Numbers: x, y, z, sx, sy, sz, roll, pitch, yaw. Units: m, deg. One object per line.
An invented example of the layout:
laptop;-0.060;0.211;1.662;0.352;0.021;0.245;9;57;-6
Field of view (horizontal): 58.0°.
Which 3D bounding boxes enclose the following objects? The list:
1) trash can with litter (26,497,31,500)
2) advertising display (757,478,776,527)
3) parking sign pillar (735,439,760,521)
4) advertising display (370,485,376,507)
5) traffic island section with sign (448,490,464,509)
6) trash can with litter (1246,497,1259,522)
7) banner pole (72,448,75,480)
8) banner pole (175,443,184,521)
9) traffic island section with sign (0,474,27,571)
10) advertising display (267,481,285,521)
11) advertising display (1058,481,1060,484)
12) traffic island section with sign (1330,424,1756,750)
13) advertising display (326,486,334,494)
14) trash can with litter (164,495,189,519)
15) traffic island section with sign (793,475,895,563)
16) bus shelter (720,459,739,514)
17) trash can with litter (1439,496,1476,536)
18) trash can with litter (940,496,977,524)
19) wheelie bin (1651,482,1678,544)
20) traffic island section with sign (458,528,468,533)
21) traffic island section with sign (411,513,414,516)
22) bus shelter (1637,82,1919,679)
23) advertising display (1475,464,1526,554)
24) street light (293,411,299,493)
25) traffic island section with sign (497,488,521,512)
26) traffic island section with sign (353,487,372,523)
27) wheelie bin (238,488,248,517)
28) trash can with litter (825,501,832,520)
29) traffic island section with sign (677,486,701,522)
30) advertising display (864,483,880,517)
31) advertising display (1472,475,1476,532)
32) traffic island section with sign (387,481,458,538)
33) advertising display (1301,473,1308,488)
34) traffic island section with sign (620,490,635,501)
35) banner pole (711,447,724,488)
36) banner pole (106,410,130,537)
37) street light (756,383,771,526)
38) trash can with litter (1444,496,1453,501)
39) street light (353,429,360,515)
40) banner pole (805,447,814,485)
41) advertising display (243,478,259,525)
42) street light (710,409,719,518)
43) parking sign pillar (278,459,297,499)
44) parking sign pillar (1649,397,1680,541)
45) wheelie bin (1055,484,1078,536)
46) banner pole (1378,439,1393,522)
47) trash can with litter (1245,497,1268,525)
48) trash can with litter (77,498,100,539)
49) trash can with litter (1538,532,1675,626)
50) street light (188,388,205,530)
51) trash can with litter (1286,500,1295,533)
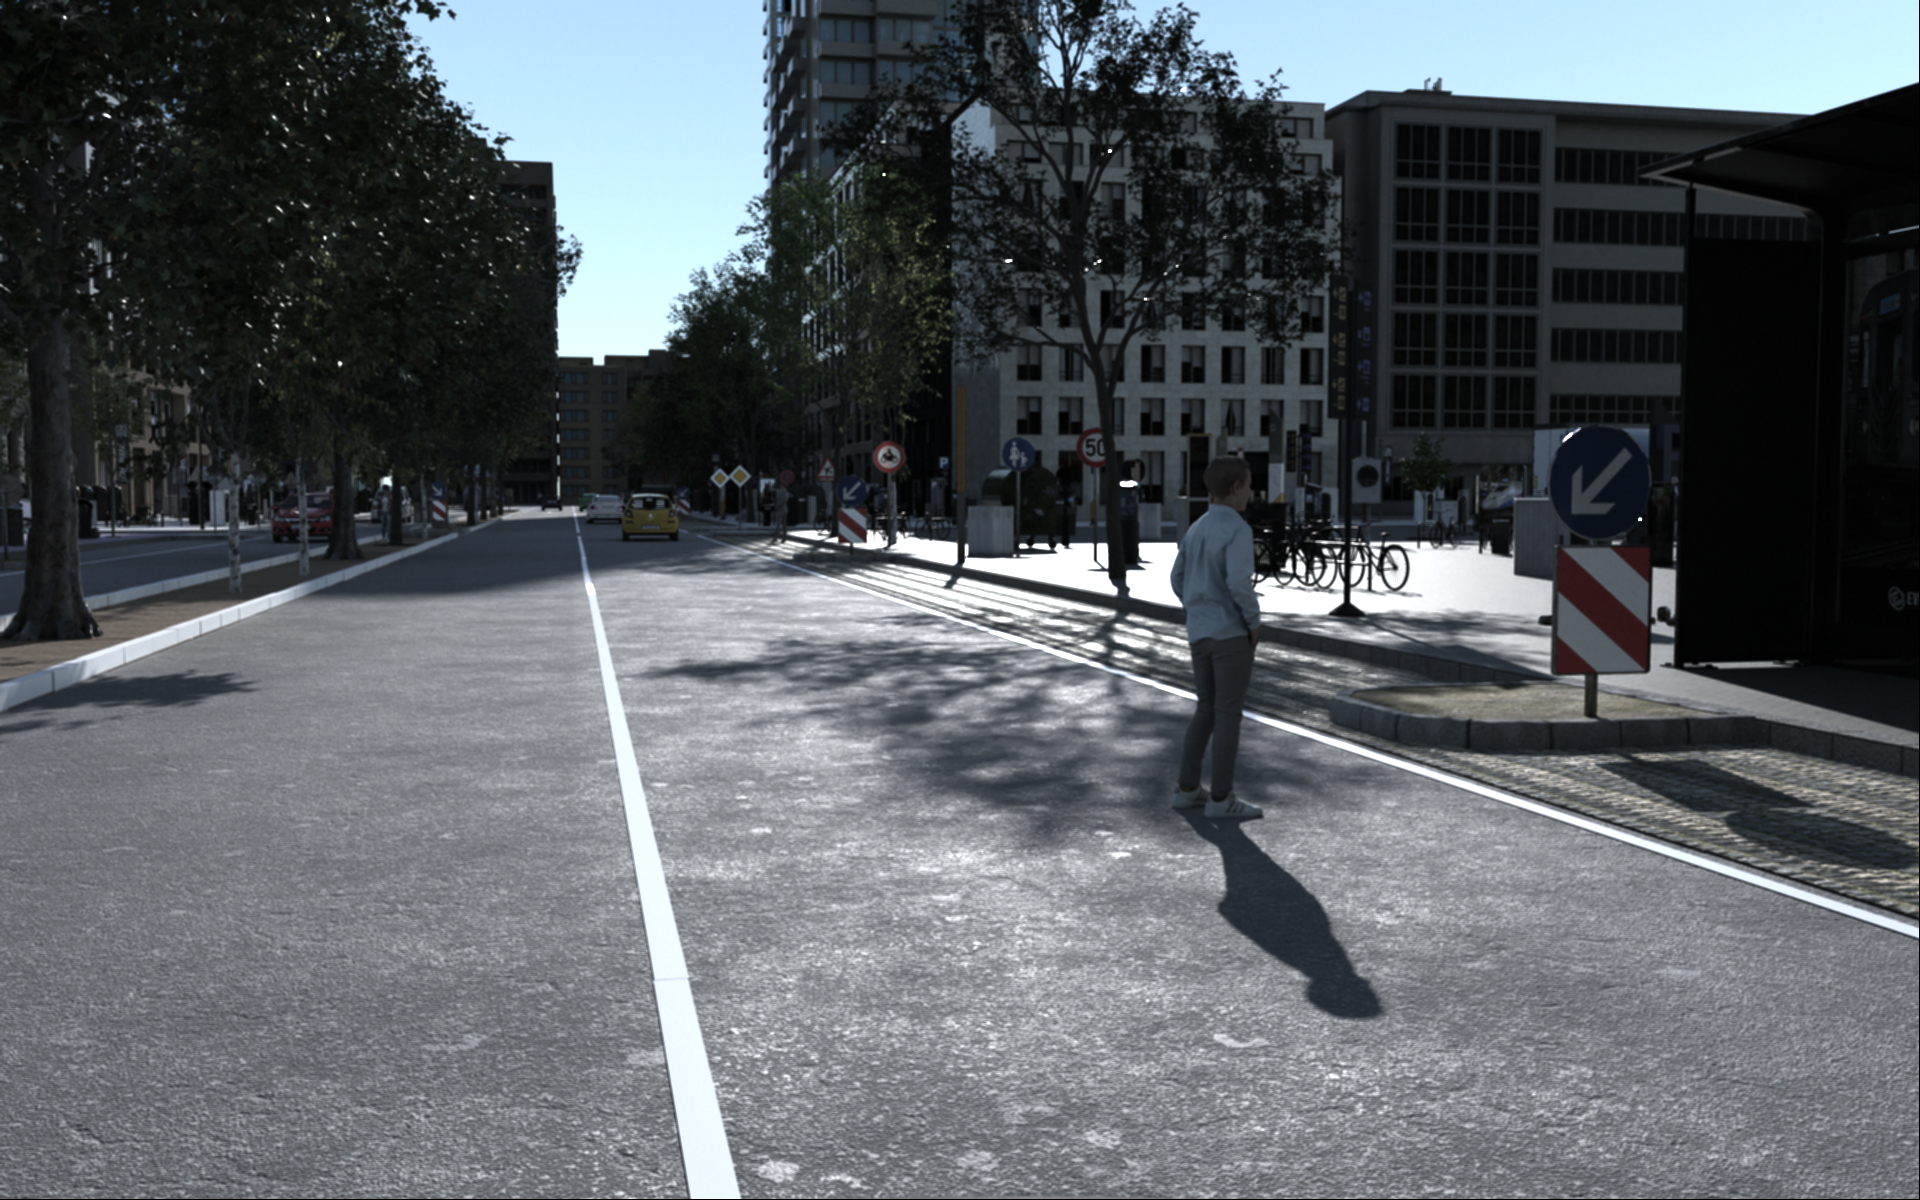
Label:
trash can with litter;-41.285;-4.029;77.259;1.055;1.170;0.624;1;4;20
advertising display;-7.662;-3.881;68.662;0.123;1.923;0.974;3;4;36
parking sign pillar;-10.181;-5.836;83.898;1.447;3.967;1.447;-2;4;-34
advertising display;-40.179;-6.935;118.607;0.123;1.923;0.974;-3;4;-36
traffic island section with sign;-47.481;-9.398;162.281;1.989;1.847;2.006;-1;4;-13
trash can with litter;14.364;-4.293;81.242;2.233;1.210;1.678;0;4;-4
banner pole;-42.865;-5.693;83.095;0.401;3.779;0.863;3;4;37
banner pole;-37.543;-5.705;83.294;0.401;3.779;0.863;-1;4;-11
traffic island section with sign;-18.485;-1.510;33.319;1.989;1.847;2.006;-1;4;-13
advertising display;-32.727;-4.751;82.889;0.123;1.923;0.974;2;4;25
advertising display;4.473;-4.267;74.986;0.123;1.923;0.974;-1;4;-16
traffic island section with sign;3.386;-0.123;10.632;1.989;1.847;2.006;-1;4;-13
advertising display;-48.300;-7.833;133.281;0.974;1.923;0.123;0;4;-3
trash can with litter;-40.382;-4.867;90.634;2.233;1.210;1.678;1;4;11
traffic island section with sign;-2.529;-1.731;36.932;1.989;1.847;2.006;-1;4;-13
bus shelter;-14.891;-7.413;112.481;1.731;3.624;6.357;-1;4;-13
trash can with litter;15.332;-2.603;53.620;1.678;1.210;2.233;2;4;33
trash can with litter;0.158;-3.929;75.296;2.233;1.210;1.678;2;4;24
wheelie bin;17.812;-2.207;43.996;0.980;1.594;0.693;-1;4;-21
traffic island section with sign;-19.253;-3.414;63.961;2.006;1.907;1.989;-1;4;-13
traffic island section with sign;-36.480;-6.402;113.296;1.989;1.847;2.006;-1;4;-13
bus shelter;6.389;-1.133;9.803;1.731;3.624;6.357;-1;4;-12
advertising display;11.609;-1.952;37.127;0.974;1.923;0.123;2;4;32
street light;-32.707;-6.890;85.438;0.468;5.910;1.993;-1;4;-13
traffic island section with sign;-35.745;-7.898;137.274;2.006;1.907;1.989;-1;4;-13
traffic island section with sign;-30.563;-4.793;86.996;1.989;1.847;2.006;-1;4;-13
wheelie bin;-40.643;-5.537;98.438;0.693;1.594;0.980;-1;4;-21
trash can with litter;-6.435;-4.371;82.852;1.055;1.170;0.624;2;4;30
traffic island section with sign;-14.606;-5.014;90.614;1.989;1.847;2.006;-1;4;-13
advertising display;-4.982;-5.683;98.132;0.974;1.923;0.123;-2;4;-31
advertising display;17.617;-3.271;58.700;0.123;1.923;0.974;3;5;39
traffic island section with sign;-17.637;-2.972;56.732;2.006;1.907;1.989;-1;4;-13
advertising display;10.676;-2.969;53.756;0.123;1.923;0.974;1;4;17
traffic island section with sign;-31.667;-9.656;166.508;1.989;1.847;2.006;-1;4;-13
banner pole;-12.774;-6.226;91.818;0.863;3.779;0.401;0;4;1
banner pole;-25.178;-3.778;51.795;0.401;3.779;0.863;2;4;24
street light;-7.954;-5.965;70.315;0.468;5.910;1.993;-1;4;-13
trash can with litter;29.637;-5.752;105.440;1.055;1.170;0.624;-1;4;-14
street light;-37.704;-8.291;108.341;0.468;5.910;1.993;-1;4;-13
banner pole;-8.066;-6.270;92.524;0.401;3.779;0.863;-3;5;-41
advertising display;-29.121;-4.033;71.151;0.974;1.923;0.123;2;4;35
street light;-13.241;-7.388;93.582;0.468;5.910;1.993;-1;4;-13
parking sign pillar;-38.259;-6.759;98.973;1.447;3.967;1.447;-2;4;-32
parking sign pillar;19.827;-3.658;48.286;1.447;3.967;1.447;-2;4;-26
wheelie bin;3.221;-2.803;53.744;0.980;1.594;0.693;3;5;40
banner pole;19.366;-5.442;78.997;0.863;3.779;0.401;-1;4;-19
trash can with litter;13.274;-3.989;76.610;1.055;1.170;0.624;-1;4;-18
trash can with litter;-25.159;-2.346;49.737;0.624;1.170;1.055;0;4;-6
trash can with litter;6.585;-0.370;17.103;2.233;1.210;1.678;-2;4;-29
street light;-27.454;-5.493;62.592;0.468;5.910;1.993;-1;4;-13
trash can with litter;10.999;-2.769;56.662;0.624;1.170;1.055;3;5;40
